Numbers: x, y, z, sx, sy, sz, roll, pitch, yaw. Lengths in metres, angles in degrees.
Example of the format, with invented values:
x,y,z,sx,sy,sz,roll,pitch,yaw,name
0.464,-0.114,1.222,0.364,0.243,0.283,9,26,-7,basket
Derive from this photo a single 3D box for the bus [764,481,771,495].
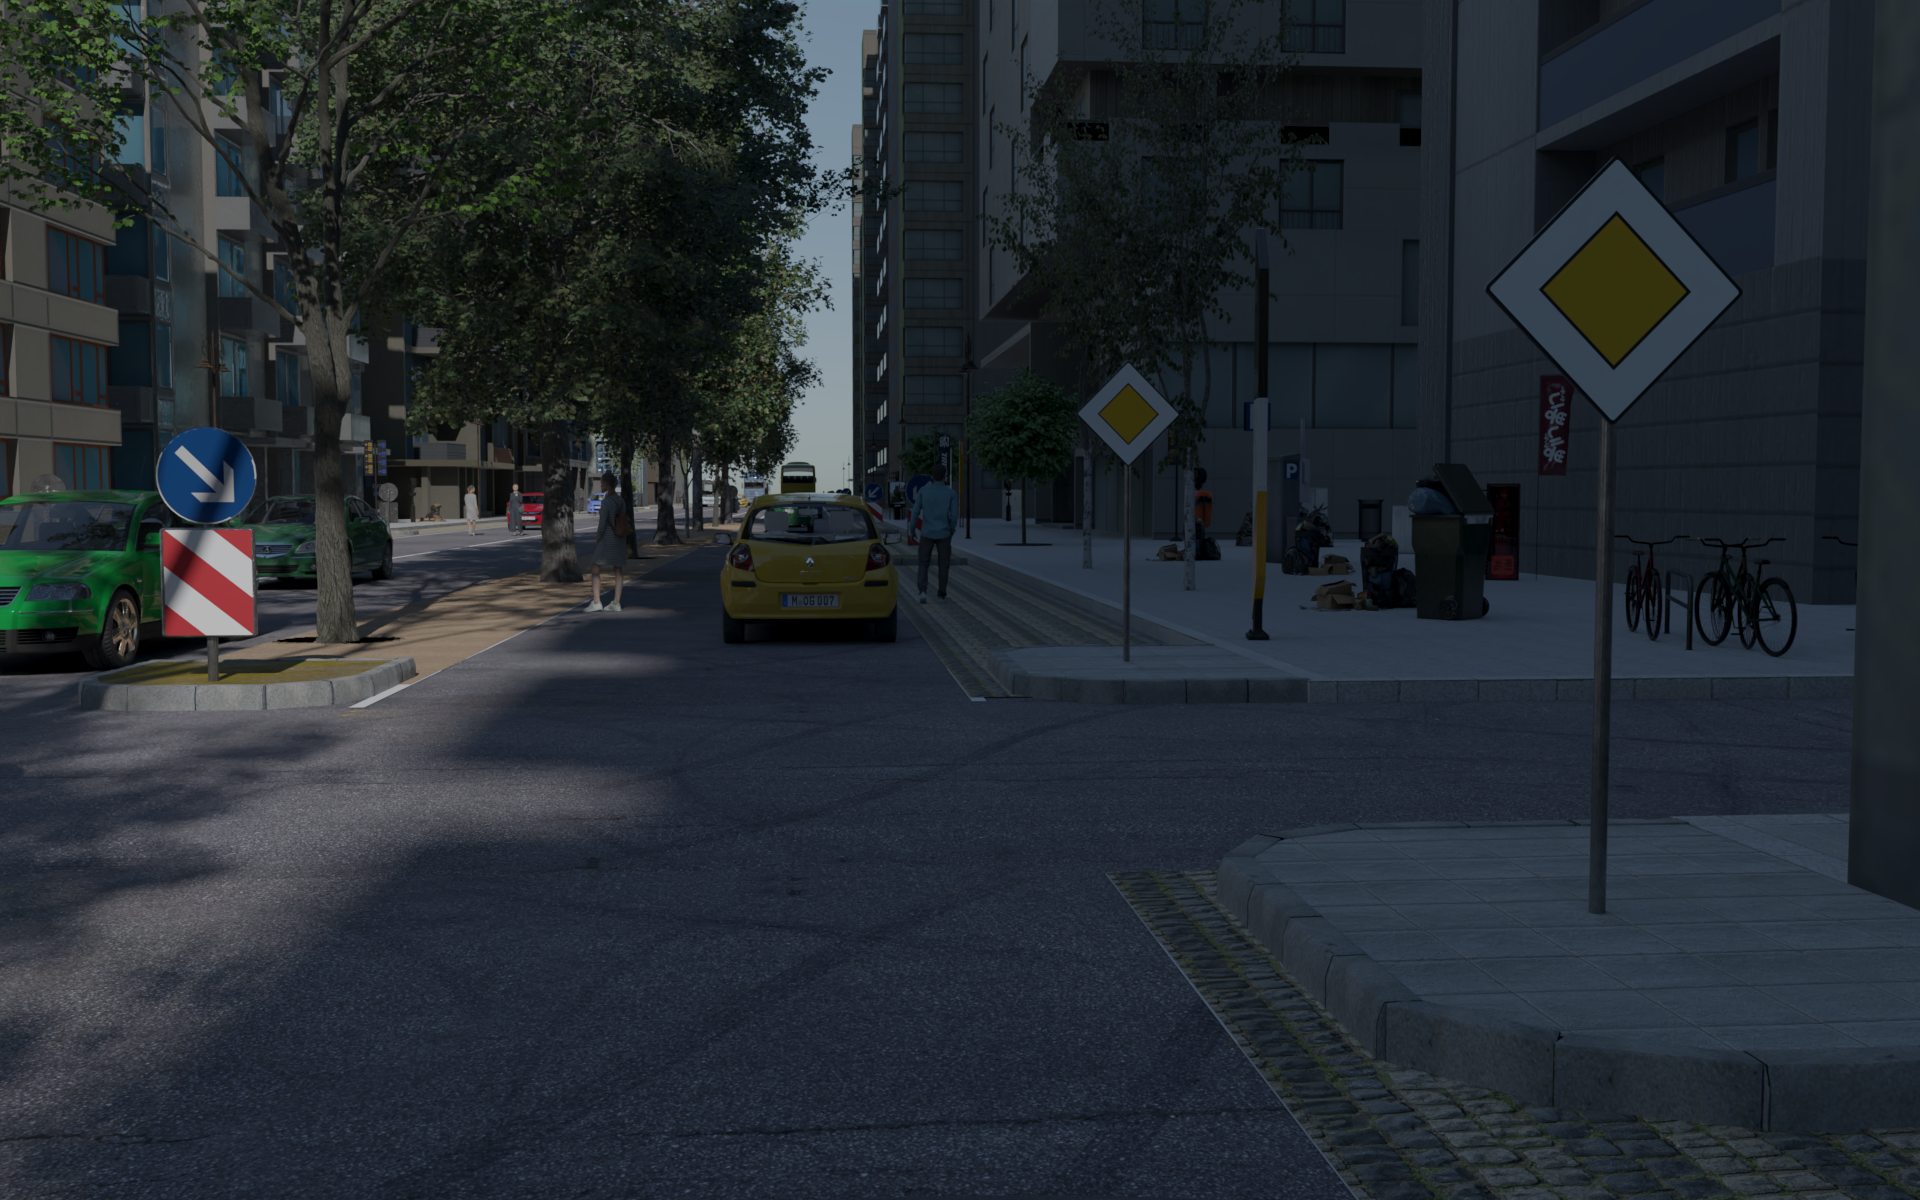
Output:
x,y,z,sx,sy,sz,roll,pitch,yaw,name
-27.524,-14.924,238.863,2.948,3.499,13.247,0,4,-5,bus

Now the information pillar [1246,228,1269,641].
x,y,z,sx,sy,sz,roll,pitch,yaw,name
2.626,-1.455,15.147,0.183,3.616,0.504,0,4,5,information pillar

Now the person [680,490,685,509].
x,y,z,sx,sy,sz,roll,pitch,yaw,name
-26.674,-9.705,167.310,0.705,1.807,1.348,-2,4,-34,person

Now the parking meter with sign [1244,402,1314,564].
x,y,z,sx,sy,sz,roll,pitch,yaw,name
5.954,-2.196,32.164,0.543,3.016,1.738,-1,4,-22,parking meter with sign

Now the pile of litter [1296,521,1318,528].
x,y,z,sx,sy,sz,roll,pitch,yaw,name
5.847,-0.853,27.911,1.719,0.858,1.176,-3,5,-39,pile of litter

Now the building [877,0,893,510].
x,y,z,sx,sy,sz,roll,pitch,yaw,name
4.937,-31.533,135.165,23.786,49.044,30.456,0,4,-5,building

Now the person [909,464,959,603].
x,y,z,sx,sy,sz,roll,pitch,yaw,name
-0.347,-0.863,22.638,0.660,1.820,0.620,0,4,5,person

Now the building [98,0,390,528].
x,y,z,sx,sy,sz,roll,pitch,yaw,name
-36.605,-27.350,66.773,23.786,49.044,30.456,0,4,-5,building

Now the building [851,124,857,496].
x,y,z,sx,sy,sz,roll,pitch,yaw,name
-5.161,-31.286,195.120,14.154,41.232,14.086,0,4,-5,building

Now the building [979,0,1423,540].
x,y,z,sx,sy,sz,roll,pitch,yaw,name
15.276,-28.876,61.355,28.713,52.752,27.495,0,4,-5,building

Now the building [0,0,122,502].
x,y,z,sx,sy,sz,roll,pitch,yaw,name
-33.703,-11.170,27.667,27.650,21.520,28.899,0,4,-5,building

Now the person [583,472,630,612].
x,y,z,sx,sy,sz,roll,pitch,yaw,name
-4.273,-0.714,21.181,0.522,1.701,0.512,1,4,23,person

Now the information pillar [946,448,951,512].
x,y,z,sx,sy,sz,roll,pitch,yaw,name
-0.618,-5.026,73.534,0.504,3.616,0.183,1,4,22,information pillar

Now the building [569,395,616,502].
x,y,z,sx,sy,sz,roll,pitch,yaw,name
-46.187,-27.781,146.103,32.217,40.220,23.993,0,4,-5,building

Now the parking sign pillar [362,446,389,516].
x,y,z,sx,sy,sz,roll,pitch,yaw,name
-28.840,-5.921,85.287,1.447,3.967,1.447,-3,5,-42,parking sign pillar

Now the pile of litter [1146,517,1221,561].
x,y,z,sx,sy,sz,roll,pitch,yaw,name
4.343,-1.198,33.558,1.719,0.858,1.176,-1,4,-18,pile of litter

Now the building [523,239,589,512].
x,y,z,sx,sy,sz,roll,pitch,yaw,name
-37.832,-41.901,123.340,20.563,71.187,20.611,0,4,-5,building

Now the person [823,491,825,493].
x,y,z,sx,sy,sz,roll,pitch,yaw,name
-19.440,-14.600,246.847,1.348,1.869,0.705,-3,5,-42,person

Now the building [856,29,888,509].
x,y,z,sx,sy,sz,roll,pitch,yaw,name
-1.885,-28.963,157.134,14.154,41.232,14.086,0,4,-5,building

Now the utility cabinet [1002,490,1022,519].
x,y,z,sx,sy,sz,roll,pitch,yaw,name
2.616,-4.763,86.560,0.318,1.500,1.173,3,5,43,utility cabinet

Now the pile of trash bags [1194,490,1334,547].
x,y,z,sx,sy,sz,roll,pitch,yaw,name
7.263,-1.984,42.187,3.447,1.369,1.912,0,4,-7,pile of trash bags

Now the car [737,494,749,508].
x,y,z,sx,sy,sz,roll,pitch,yaw,name
-23.413,-10.625,183.936,2.015,1.641,3.980,0,4,-6,car

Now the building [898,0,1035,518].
x,y,z,sx,sy,sz,roll,pitch,yaw,name
3.474,-25.313,97.456,14.154,41.232,14.086,0,4,-5,building

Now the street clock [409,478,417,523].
x,y,z,sx,sy,sz,roll,pitch,yaw,name
-24.684,-4.499,78.130,0.358,2.002,0.471,-2,4,-31,street clock

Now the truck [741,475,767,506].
x,y,z,sx,sy,sz,roll,pitch,yaw,name
-25.344,-13.746,214.500,2.967,4.110,18.799,0,4,-6,truck

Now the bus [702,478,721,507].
x,y,z,sx,sy,sz,roll,pitch,yaw,name
-27.544,-12.070,192.211,2.948,3.499,13.247,0,4,-6,bus

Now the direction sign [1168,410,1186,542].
x,y,z,sx,sy,sz,roll,pitch,yaw,name
5.866,-3.356,46.864,0.379,3.537,0.876,-2,4,-25,direction sign

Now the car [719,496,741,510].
x,y,z,sx,sy,sz,roll,pitch,yaw,name
-20.507,-8.844,154.382,2.009,1.686,4.222,0,4,-6,car

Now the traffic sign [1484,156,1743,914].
x,y,z,sx,sy,sz,roll,pitch,yaw,name
1.950,-0.098,5.245,0.795,2.450,0.064,0,4,-5,traffic sign

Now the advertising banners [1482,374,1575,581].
x,y,z,sx,sy,sz,roll,pitch,yaw,name
8.015,-1.801,25.633,2.074,3.025,0.090,1,4,16,advertising banners

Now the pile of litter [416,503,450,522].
x,y,z,sx,sy,sz,roll,pitch,yaw,name
-24.616,-4.089,80.819,1.719,0.858,1.176,3,4,38,pile of litter

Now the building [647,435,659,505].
x,y,z,sx,sy,sz,roll,pitch,yaw,name
-43.045,-34.111,207.822,14.600,45.320,14.200,0,4,-5,building

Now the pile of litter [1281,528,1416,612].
x,y,z,sx,sy,sz,roll,pitch,yaw,name
4.502,-0.342,19.553,1.719,0.858,1.176,-2,4,-26,pile of litter

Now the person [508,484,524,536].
x,y,z,sx,sy,sz,roll,pitch,yaw,name
-15.205,-3.080,59.282,0.576,1.772,0.534,0,4,-4,person

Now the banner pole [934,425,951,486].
x,y,z,sx,sy,sz,roll,pitch,yaw,name
-0.701,-4.456,62.879,0.863,3.779,0.401,2,4,31,banner pole

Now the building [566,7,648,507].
x,y,z,sx,sy,sz,roll,pitch,yaw,name
-44.291,-53.240,183.147,22.319,86.520,31.000,0,4,-5,building

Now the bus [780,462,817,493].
x,y,z,sx,sy,sz,roll,pitch,yaw,name
-12.247,-8.537,131.129,2.896,3.916,12.252,0,4,-5,bus

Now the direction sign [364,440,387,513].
x,y,z,sx,sy,sz,roll,pitch,yaw,name
-24.500,-4.932,72.636,0.876,3.537,0.379,-2,4,-24,direction sign

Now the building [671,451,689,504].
x,y,z,sx,sy,sz,roll,pitch,yaw,name
-44.739,-33.797,236.183,14.154,41.232,14.086,0,4,-5,building

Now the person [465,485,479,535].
x,y,z,sx,sy,sz,roll,pitch,yaw,name
-16.865,-3.095,59.847,0.466,1.731,0.760,-1,4,-18,person

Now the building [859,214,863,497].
x,y,z,sx,sy,sz,roll,pitch,yaw,name
-3.500,-25.042,181.142,14.160,30.474,14.107,0,4,-5,building

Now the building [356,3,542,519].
x,y,z,sx,sy,sz,roll,pitch,yaw,name
-36.415,-27.199,99.331,22.147,44.769,28.867,0,4,-5,building

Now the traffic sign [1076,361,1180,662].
x,y,z,sx,sy,sz,roll,pitch,yaw,name
1.272,-0.585,13.202,0.795,2.450,0.064,0,4,-5,traffic sign

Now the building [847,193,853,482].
x,y,z,sx,sy,sz,roll,pitch,yaw,name
-3.190,-37.474,232.307,23.786,49.044,30.456,0,4,-5,building

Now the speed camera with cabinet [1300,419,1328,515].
x,y,z,sx,sy,sz,roll,pitch,yaw,name
9.207,-3.176,46.262,0.660,3.252,2.038,2,4,32,speed camera with cabinet

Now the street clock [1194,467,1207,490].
x,y,z,sx,sy,sz,roll,pitch,yaw,name
6.462,-2.595,47.001,0.358,2.002,0.471,-2,4,-32,street clock

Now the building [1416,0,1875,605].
x,y,z,sx,sy,sz,roll,pitch,yaw,name
23.414,-29.473,23.883,28.212,58.520,21.231,0,4,-5,building

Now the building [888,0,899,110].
x,y,z,sx,sy,sz,roll,pitch,yaw,name
2.570,-28.262,112.200,14.600,45.320,14.200,0,4,-5,building

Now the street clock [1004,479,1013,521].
x,y,z,sx,sy,sz,roll,pitch,yaw,name
2.287,-4.704,81.486,0.358,2.002,0.471,3,4,37,street clock
